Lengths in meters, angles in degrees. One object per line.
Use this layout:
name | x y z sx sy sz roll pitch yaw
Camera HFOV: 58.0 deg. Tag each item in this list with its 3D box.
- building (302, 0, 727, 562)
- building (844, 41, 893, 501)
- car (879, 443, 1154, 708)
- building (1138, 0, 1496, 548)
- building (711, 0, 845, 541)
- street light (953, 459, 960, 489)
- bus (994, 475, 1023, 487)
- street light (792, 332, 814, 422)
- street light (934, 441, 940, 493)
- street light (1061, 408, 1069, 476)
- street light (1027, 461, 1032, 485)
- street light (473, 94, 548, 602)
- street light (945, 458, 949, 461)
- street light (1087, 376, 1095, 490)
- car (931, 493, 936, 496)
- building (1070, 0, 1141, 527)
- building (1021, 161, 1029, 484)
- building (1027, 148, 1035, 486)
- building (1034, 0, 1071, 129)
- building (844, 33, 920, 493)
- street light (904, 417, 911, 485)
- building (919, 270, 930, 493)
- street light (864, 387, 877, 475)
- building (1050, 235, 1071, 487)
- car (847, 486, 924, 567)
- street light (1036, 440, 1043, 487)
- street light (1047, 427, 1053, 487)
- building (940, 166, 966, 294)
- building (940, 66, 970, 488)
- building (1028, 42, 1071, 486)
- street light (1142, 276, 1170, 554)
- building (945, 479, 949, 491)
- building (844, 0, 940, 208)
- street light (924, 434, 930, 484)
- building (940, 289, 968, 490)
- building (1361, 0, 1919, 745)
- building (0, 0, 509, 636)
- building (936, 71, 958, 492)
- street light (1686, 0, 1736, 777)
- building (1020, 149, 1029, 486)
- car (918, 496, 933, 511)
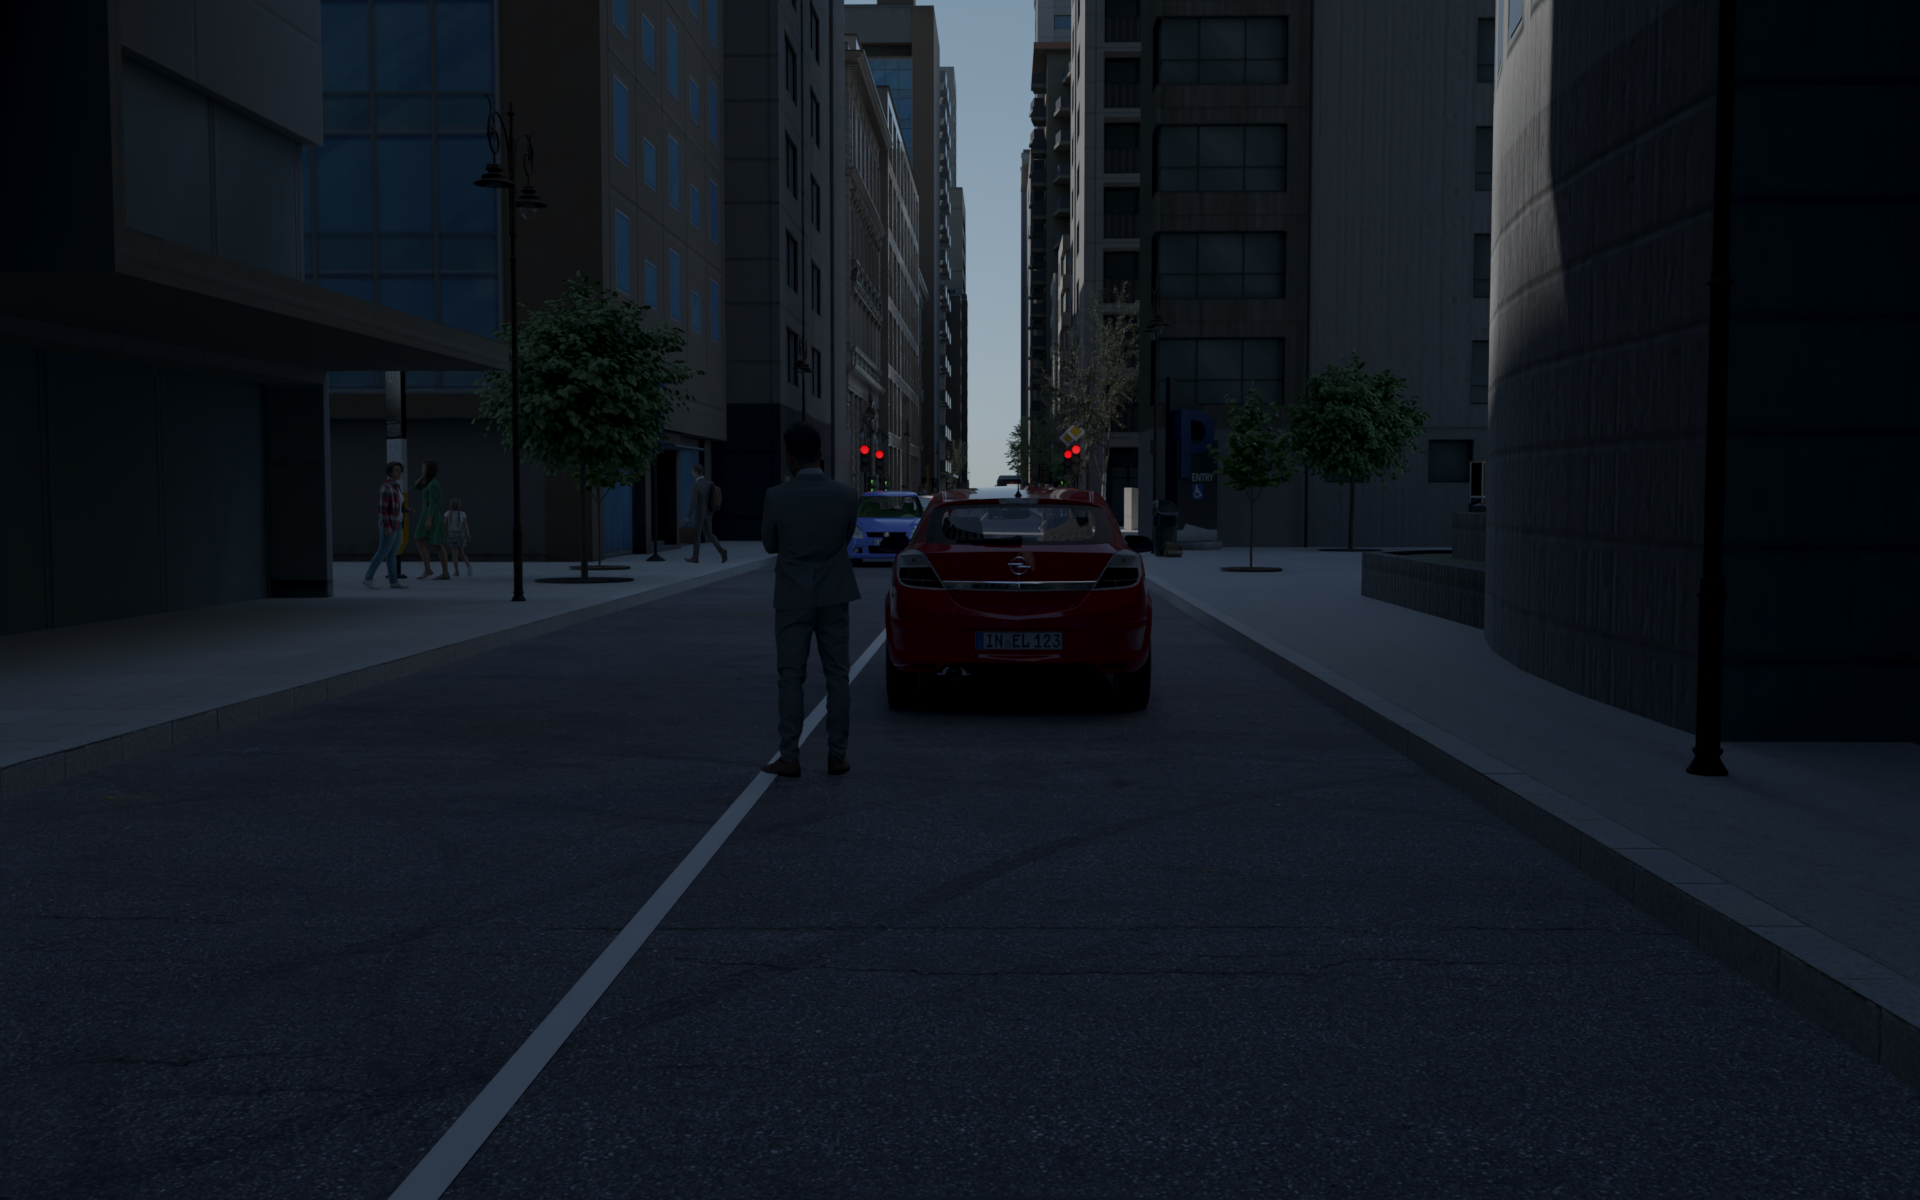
building | -13.310 -23.732 38.137 14.600 45.320 14.200 0 4 1
building | -9.356 -15.601 83.961 11.050 23.489 19.941 0 4 1
car | 0.427 -0.249 13.111 2.155 1.783 4.494 0 4 1
building | 11.847 -16.869 47.511 14.160 30.474 14.107 0 4 1
building | -14.787 -37.752 55.496 20.611 71.187 20.563 0 4 1
street light | -0.580 -14.450 209.050 0.468 5.910 1.993 0 4 1
bus | 4.947 -11.000 174.710 2.948 3.499 13.247 0 4 1
street light | -4.468 -4.691 49.485 0.468 5.910 1.993 0 4 1
street light | -1.983 -10.933 151.536 0.468 5.910 1.993 0 4 1
street light | 5.502 -7.265 91.563 0.468 5.910 1.993 0 4 1
street light | 8.829 -15.473 225.771 0.468 5.910 1.993 0 4 1
street light | -5.290 -2.923 20.580 0.468 5.910 1.993 0 4 1
street light | -1.354 -12.688 180.233 0.468 5.910 1.993 0 4 1
street light | 4.879 -5.707 66.096 0.468 5.910 1.993 0 4 1
car | -0.979 -5.306 95.792 2.155 1.783 4.494 0 3 0
building | 15.719 -39.203 79.221 20.611 71.187 20.563 0 4 1
building | 23.738 -41.368 265.611 28.713 52.752 27.495 0 4 1
building | 15.615 -34.715 217.701 14.600 45.320 14.200 0 4 1
building | 18.904 -39.998 195.971 21.231 58.520 28.212 0 4 1
building | -13.063 -18.745 110.993 19.350 26.468 34.151 0 4 1
street light | -3.171 -8.071 104.753 0.468 5.910 1.993 0 4 1
building | -8.626 -18.520 138.957 11.583 22.565 21.152 0 4 1
street light | -3.886 -6.264 75.212 0.468 5.910 1.993 0 4 1
building | 21.002 -17.412 129.730 27.650 21.520 28.899 0 4 1
car | -1.434 -1.572 35.289 1.945 1.707 3.694 0 4 0
street light | 6.909 -10.775 148.952 0.468 5.910 1.993 0 4 1
street light | 6.267 -9.019 120.256 0.468 5.910 1.993 0 4 1
building | -10.013 -38.856 258.989 21.300 48.544 21.600 0 4 1
building | -8.702 -52.409 295.134 20.563 71.187 20.611 0 4 1
building | 17.783 -31.368 167.494 22.147 44.769 28.867 0 4 1
street light | 4.175 -3.927 36.987 0.468 5.910 1.993 0 4 1
building | -17.596 -31.561 207.904 32.217 40.220 23.993 0 4 1
building | -8.974 -31.042 157.644 14.600 45.320 14.200 0 4 1
street light | -2.566 -9.853 133.883 0.468 5.910 1.993 0 4 1
building | -6.052 -28.673 240.504 14.160 30.474 14.107 0 4 1
building | 14.438 -28.558 8.921 21.231 58.520 28.212 0 4 1
building | -19.220 -25.523 6.540 28.713 52.752 27.495 0 4 1
building | -12.307 -34.276 180.013 23.786 49.044 30.456 0 4 1
street light | 3.430 -2.140 7.773 0.468 5.910 1.993 0 4 1
building | 20.791 -45.997 294.042 21.231 58.520 28.212 0 4 1
car | -1.366 -3.142 63.735 2.083 1.381 4.827 0 4 0
